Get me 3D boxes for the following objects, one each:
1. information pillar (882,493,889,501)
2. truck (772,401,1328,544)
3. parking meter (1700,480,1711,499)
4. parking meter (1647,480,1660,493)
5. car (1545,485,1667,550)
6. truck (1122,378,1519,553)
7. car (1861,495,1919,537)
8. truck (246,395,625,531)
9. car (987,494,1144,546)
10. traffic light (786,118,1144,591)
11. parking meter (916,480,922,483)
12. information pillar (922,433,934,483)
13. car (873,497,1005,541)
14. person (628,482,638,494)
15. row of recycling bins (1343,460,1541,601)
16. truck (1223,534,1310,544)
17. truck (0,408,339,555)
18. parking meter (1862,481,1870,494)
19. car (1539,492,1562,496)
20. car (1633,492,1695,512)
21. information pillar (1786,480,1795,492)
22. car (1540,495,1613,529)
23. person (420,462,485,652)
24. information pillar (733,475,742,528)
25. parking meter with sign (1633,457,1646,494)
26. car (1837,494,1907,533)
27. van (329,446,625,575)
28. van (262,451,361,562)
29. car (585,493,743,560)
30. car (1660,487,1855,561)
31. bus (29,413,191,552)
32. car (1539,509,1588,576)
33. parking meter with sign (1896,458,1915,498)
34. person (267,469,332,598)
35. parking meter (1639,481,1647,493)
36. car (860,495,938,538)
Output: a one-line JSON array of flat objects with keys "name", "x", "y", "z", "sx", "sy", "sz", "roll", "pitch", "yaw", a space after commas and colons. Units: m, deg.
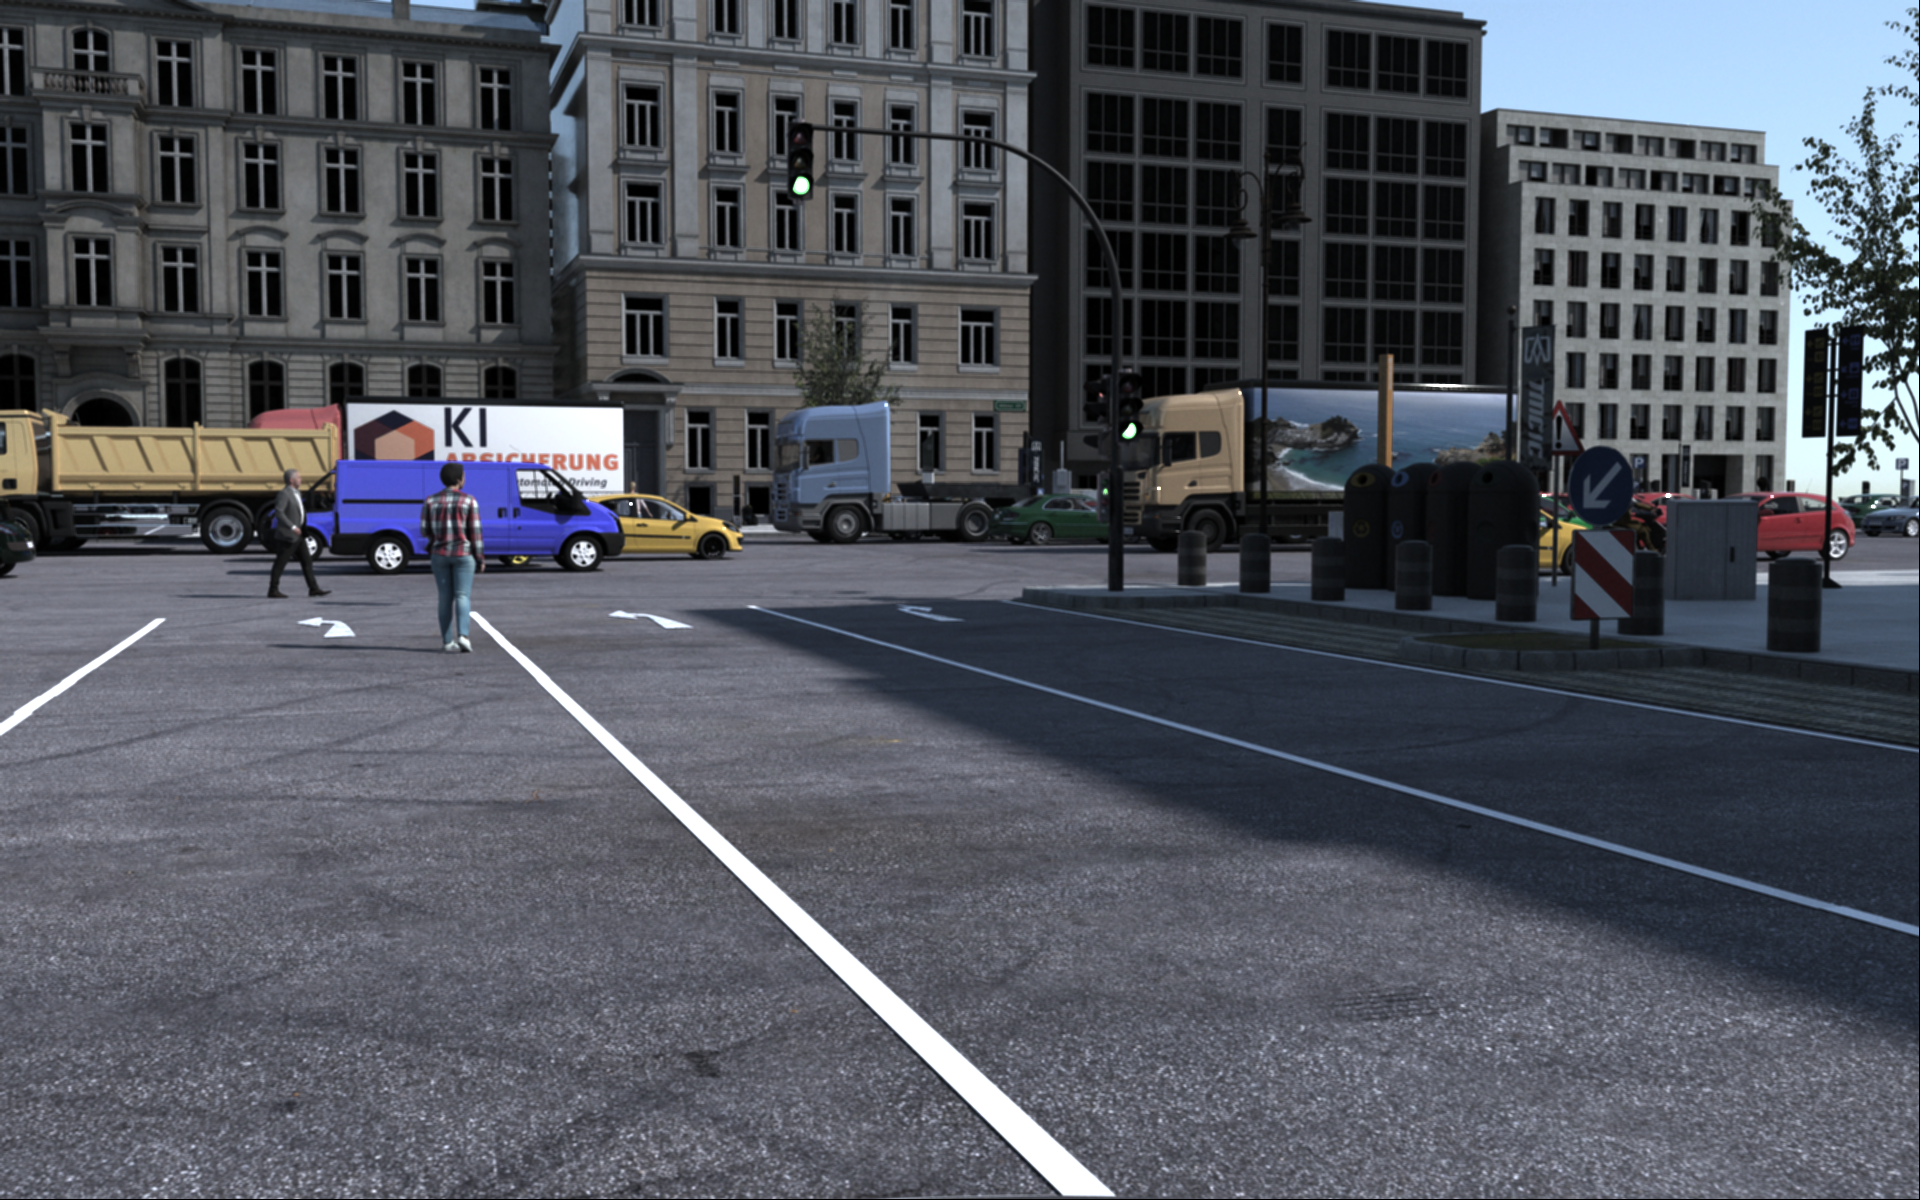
[{"name": "information pillar", "x": -2.980, "y": -4.630, "z": 67.047, "sx": 0.504, "sy": 3.616, "sz": 0.183, "roll": 2, "pitch": 4, "yaw": 30}, {"name": "truck", "x": 2.963, "y": -3.855, "z": 52.787, "sx": 18.799, "sy": 4.110, "sz": 2.967, "roll": -1, "pitch": 4, "yaw": -20}, {"name": "parking meter", "x": 31.491, "y": -4.125, "z": 73.159, "sx": 0.255, "sy": 1.863, "sz": 0.399, "roll": -2, "pitch": 4, "yaw": -30}, {"name": "parking meter", "x": 29.065, "y": -4.083, "z": 72.467, "sx": 0.255, "sy": 1.863, "sz": 0.399, "roll": 0, "pitch": 4, "yaw": -7}, {"name": "car", "x": 15.144, "y": -1.908, "z": 40.233, "sx": 4.494, "sy": 1.783, "sz": 2.155, "roll": -1, "pitch": 4, "yaw": -20}, {"name": "truck", "x": 8.744, "y": -3.365, "z": 43.935, "sx": 11.283, "sy": 4.237, "sz": 2.839, "roll": -1, "pitch": 4, "yaw": -21}, {"name": "car", "x": 32.713, "y": -2.855, "z": 58.675, "sx": 4.499, "sy": 1.417, "sz": 2.014, "roll": -1, "pitch": 4, "yaw": -19}, {"name": "truck", "x": -15.717, "y": -3.802, "z": 51.083, "sx": 11.283, "sy": 4.237, "sz": 2.839, "roll": -1, "pitch": 4, "yaw": -21}, {"name": "car", "x": 3.205, "y": -2.300, "z": 49.406, "sx": 4.920, "sy": 1.459, "sz": 2.131, "roll": -1, "pitch": 4, "yaw": -21}, {"name": "traffic light", "x": 0.088, "y": -2.895, "z": 21.994, "sx": 4.771, "sy": 5.953, "sz": 1.251, "roll": -1, "pitch": 4, "yaw": -19}, {"name": "parking meter", "x": -1.508, "y": -3.723, "z": 66.584, "sx": 0.399, "sy": 1.863, "sz": 0.255, "roll": -2, "pitch": 4, "yaw": -32}, {"name": "information pillar", "x": -1.210, "y": -4.570, "z": 66.072, "sx": 0.504, "sy": 3.616, "sz": 0.183, "roll": 2, "pitch": 4, "yaw": 31}, {"name": "car", "x": -0.362, "y": -2.624, "z": 54.696, "sx": 4.920, "sy": 1.459, "sz": 2.131, "roll": -1, "pitch": 4, "yaw": -19}, {"name": "person", "x": -7.946, "y": -2.065, "z": 42.926, "sx": 0.731, "sy": 1.740, "sz": 0.598, "roll": -3, "pitch": 5, "yaw": -40}, {"name": "row of recycling bins", "x": 6.178, "y": -0.936, "z": 22.411, "sx": 1.069, "sy": 1.692, "sz": 3.534, "roll": -1, "pitch": 4, "yaw": -21}, {"name": "truck", "x": 11.419, "y": -3.372, "z": 51.054, "sx": 9.791, "sy": 3.379, "sz": 3.469, "roll": -1, "pitch": 4, "yaw": -18}, {"name": "truck", "x": -19.933, "y": -2.758, "z": 41.021, "sx": 9.791, "sy": 3.379, "sz": 3.469, "roll": -1, "pitch": 4, "yaw": -21}, {"name": "parking meter", "x": 41.455, "y": -4.500, "z": 79.286, "sx": 0.255, "sy": 1.863, "sz": 0.399, "roll": 1, "pitch": 4, "yaw": 17}, {"name": "car", "x": 19.836, "y": -3.124, "z": 60.125, "sx": 4.494, "sy": 1.783, "sz": 2.155, "roll": -1, "pitch": 4, "yaw": -20}, {"name": "car", "x": 23.342, "y": -2.925, "z": 56.863, "sx": 4.494, "sy": 1.783, "sz": 2.155, "roll": -1, "pitch": 4, "yaw": -19}, {"name": "information pillar", "x": 43.870, "y": -5.323, "z": 91.517, "sx": 0.304, "sy": 2.012, "sz": 0.304, "roll": -2, "pitch": 4, "yaw": -27}, {"name": "car", "x": 11.288, "y": -1.611, "z": 35.131, "sx": 4.718, "sy": 1.807, "sz": 1.959, "roll": -1, "pitch": 4, "yaw": -21}, {"name": "person", "x": -4.642, "y": -0.397, "z": 15.822, "sx": 0.563, "sy": 1.720, "sz": 0.643, "roll": 0, "pitch": 4, "yaw": 2}, {"name": "information pillar", "x": -8.481, "y": -3.759, "z": 65.944, "sx": 0.304, "sy": 2.012, "sz": 0.304, "roll": 0, "pitch": 4, "yaw": 0}, {"name": "parking meter with sign", "x": 31.461, "y": -5.158, "z": 80.593, "sx": 0.543, "sy": 3.016, "sz": 1.738, "roll": 2, "pitch": 4, "yaw": 29}, {"name": "car", "x": 33.674, "y": -3.133, "z": 63.027, "sx": 4.920, "sy": 1.459, "sz": 2.131, "roll": -1, "pitch": 4, "yaw": -18}, {"name": "van", "x": -8.848, "y": -1.683, "z": 31.897, "sx": 5.245, "sy": 2.365, "sz": 2.240, "roll": -1, "pitch": 4, "yaw": -20}, {"name": "van", "x": -12.440, "y": -2.046, "z": 37.829, "sx": 5.245, "sy": 2.365, "sz": 2.240, "roll": -1, "pitch": 4, "yaw": -20}, {"name": "car", "x": -6.743, "y": -1.690, "z": 37.855, "sx": 3.980, "sy": 1.641, "sz": 2.015, "roll": -1, "pitch": 4, "yaw": -20}, {"name": "car", "x": 17.245, "y": -1.750, "z": 37.653, "sx": 4.494, "sy": 1.783, "sz": 2.155, "roll": -1, "pitch": 4, "yaw": -18}, {"name": "bus", "x": -25.492, "y": -2.945, "z": 43.018, "sx": 13.247, "sy": 3.499, "sz": 2.948, "roll": -1, "pitch": 4, "yaw": -19}, {"name": "car", "x": 9.359, "y": -1.236, "z": 30.427, "sx": 3.980, "sy": 1.641, "sz": 2.015, "roll": -1, "pitch": 4, "yaw": -19}, {"name": "parking meter with sign", "x": 46.586, "y": -5.432, "z": 85.078, "sx": 1.738, "sy": 3.016, "sz": 0.543, "roll": -3, "pitch": 5, "yaw": -40}, {"name": "person", "x": -9.155, "y": -0.920, "z": 23.933, "sx": 0.834, "sy": 1.777, "sz": 0.661, "roll": 0, "pitch": 4, "yaw": -5}, {"name": "parking meter", "x": 30.130, "y": -4.317, "z": 76.290, "sx": 0.255, "sy": 1.863, "sz": 0.399, "roll": -2, "pitch": 4, "yaw": -25}, {"name": "car", "x": -2.027, "y": -2.790, "z": 57.621, "sx": 4.499, "sy": 1.417, "sz": 2.014, "roll": -1, "pitch": 4, "yaw": -18}]
